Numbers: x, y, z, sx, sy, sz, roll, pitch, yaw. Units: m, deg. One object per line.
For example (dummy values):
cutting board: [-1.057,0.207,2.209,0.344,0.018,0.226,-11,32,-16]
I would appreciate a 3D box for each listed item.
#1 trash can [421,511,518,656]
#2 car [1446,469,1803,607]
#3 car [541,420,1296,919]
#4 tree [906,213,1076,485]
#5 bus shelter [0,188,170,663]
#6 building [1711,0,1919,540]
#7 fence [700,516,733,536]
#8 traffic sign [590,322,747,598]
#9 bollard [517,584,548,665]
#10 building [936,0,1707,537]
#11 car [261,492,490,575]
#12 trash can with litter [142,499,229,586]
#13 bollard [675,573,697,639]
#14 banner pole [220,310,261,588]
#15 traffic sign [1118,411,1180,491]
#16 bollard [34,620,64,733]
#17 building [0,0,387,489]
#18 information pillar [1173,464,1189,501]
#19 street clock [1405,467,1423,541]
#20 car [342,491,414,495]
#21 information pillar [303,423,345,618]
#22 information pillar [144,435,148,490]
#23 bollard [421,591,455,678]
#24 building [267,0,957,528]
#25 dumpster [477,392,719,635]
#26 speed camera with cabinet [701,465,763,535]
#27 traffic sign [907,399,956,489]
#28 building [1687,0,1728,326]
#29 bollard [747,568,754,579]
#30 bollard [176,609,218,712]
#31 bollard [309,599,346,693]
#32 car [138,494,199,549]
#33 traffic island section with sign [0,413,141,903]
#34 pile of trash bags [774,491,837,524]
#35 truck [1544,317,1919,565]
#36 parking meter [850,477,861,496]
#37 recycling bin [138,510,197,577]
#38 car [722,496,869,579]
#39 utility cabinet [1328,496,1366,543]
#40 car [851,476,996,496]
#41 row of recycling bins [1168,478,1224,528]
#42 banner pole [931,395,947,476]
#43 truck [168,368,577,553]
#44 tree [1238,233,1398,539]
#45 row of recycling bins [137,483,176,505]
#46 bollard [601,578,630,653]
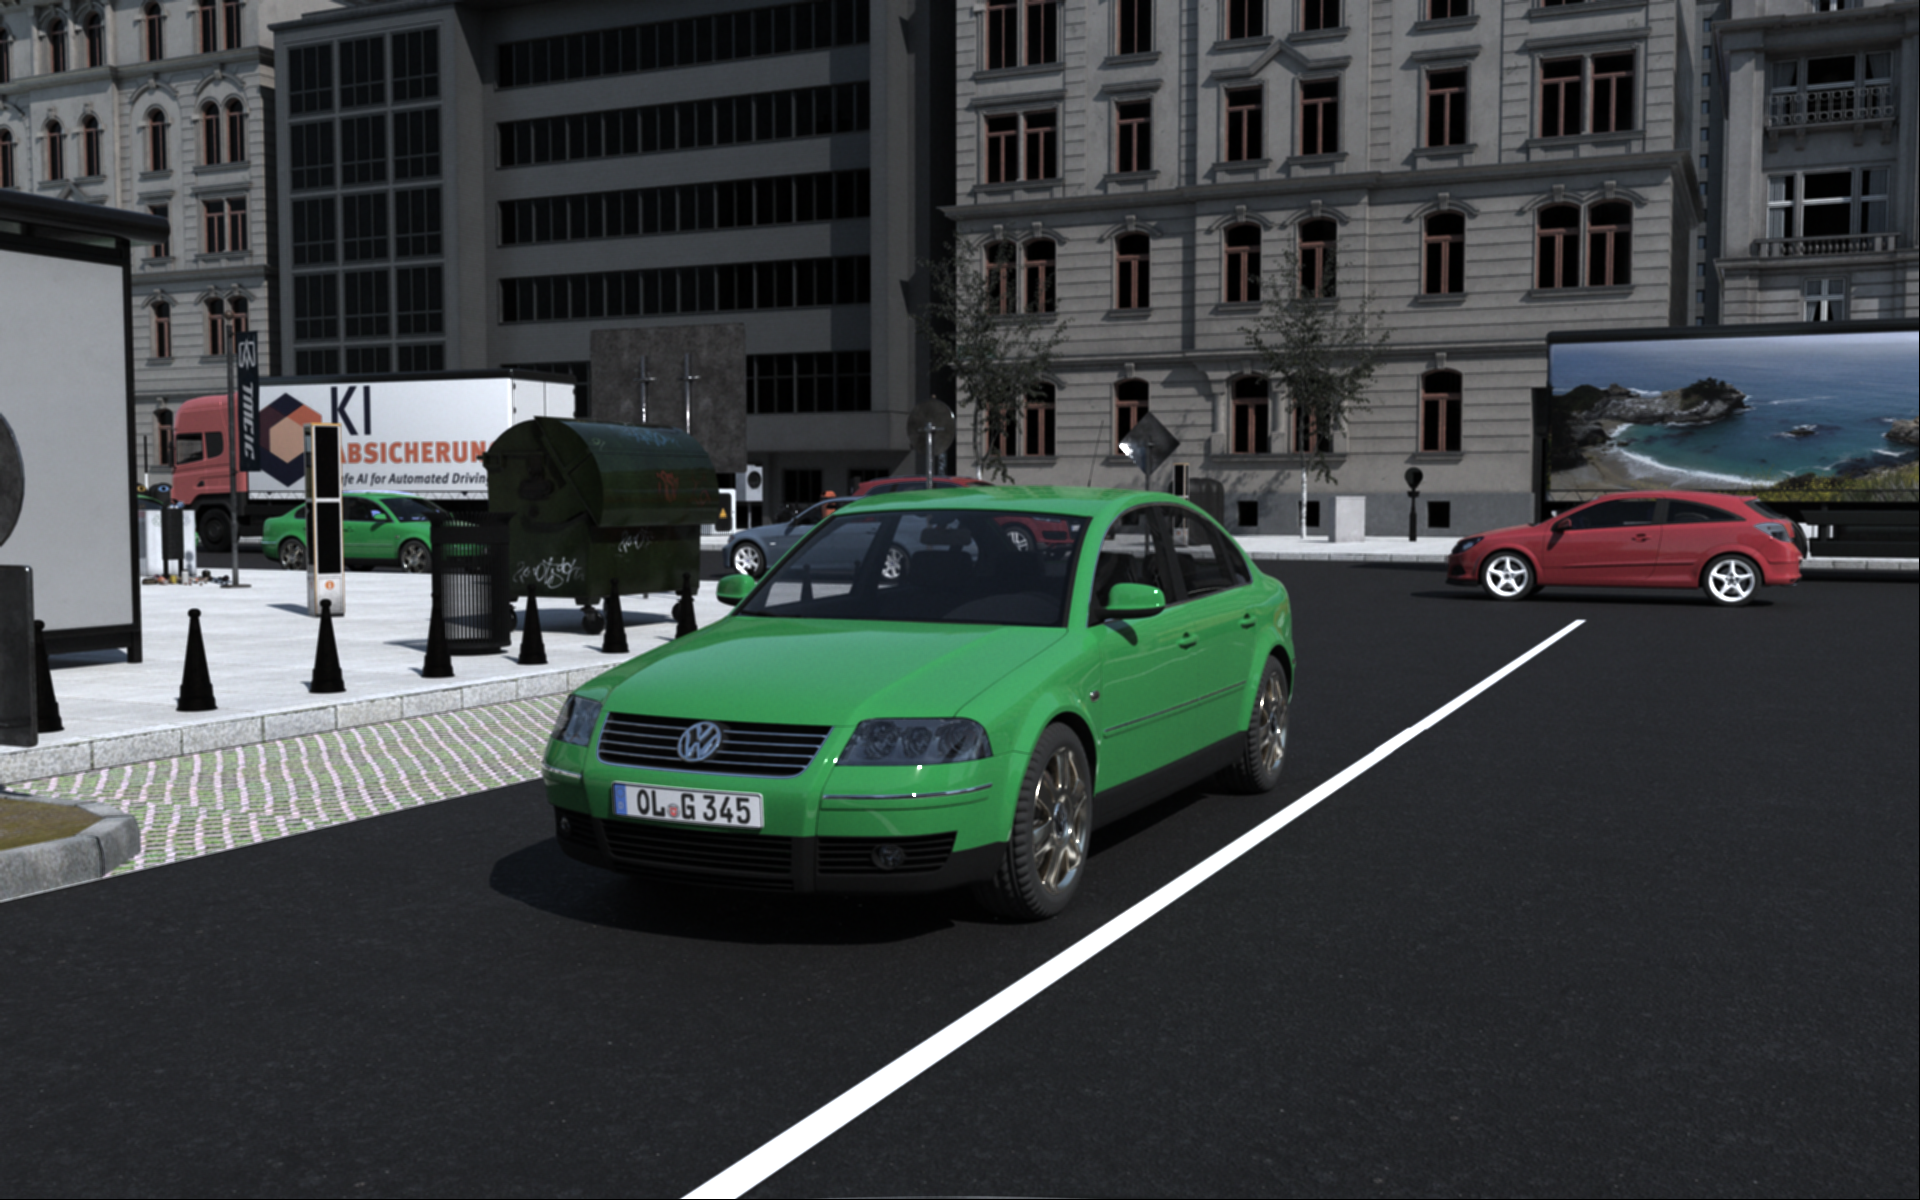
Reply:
trash can: [-3.935,-0.140,13.935,0.748,1.137,0.748,0,3,0]
car: [8.846,-0.872,23.299,4.494,1.783,2.155,2,4,26]
car: [0.143,0.084,7.429,1.959,1.807,4.718,2,4,25]
tree: [0.748,-5.865,46.260,4.360,8.622,3.978,0,3,0]
bus shelter: [-8.742,-1.948,9.481,2.179,5.291,8.768,2,4,25]
building: [34.288,-12.649,48.609,24.055,21.916,13.314,2,4,25]
fence: [-6.806,-1.891,46.299,0.278,0.683,2.069,3,4,39]
traffic sign: [-3.570,-1.662,21.044,2.265,3.308,0.079,2,4,26]
bollard: [-3.237,0.180,13.099,0.229,0.601,0.229,0,3,0]
building: [12.449,-16.569,58.300,23.554,28.519,14.401,2,4,25]
car: [-10.054,-1.321,30.393,4.718,1.807,1.959,2,4,25]
trash can with litter: [-11.233,-0.872,25.321,1.678,1.210,2.233,0,4,-1]
bollard: [-2.361,0.066,14.966,0.229,0.601,0.229,0,3,0]
banner pole: [-9.778,-2.054,23.599,0.863,3.779,0.401,2,4,34]
traffic sign: [2.284,-1.067,21.082,0.795,2.450,0.064,2,4,25]
bollard: [-4.984,0.408,9.371,0.229,0.601,0.229,0,3,0]
building: [-36.417,-18.033,82.230,23.554,28.519,14.401,2,4,25]
information pillar: [5.335,-2.284,41.839,0.304,2.012,0.304,2,4,26]
street clock: [12.306,-2.596,47.011,0.471,2.002,0.358,1,4,16]
car: [-11.553,-1.558,35.065,3.694,1.707,1.945,2,4,27]
information pillar: [-6.638,-0.831,18.082,0.304,2.012,0.304,-3,4,-36]
information pillar: [-32.586,-4.771,69.358,0.183,3.616,0.504,-2,4,-27]
bollard: [-3.674,0.237,12.169,0.229,0.601,0.229,0,3,0]
building: [-12.234,-15.397,70.803,30.058,24.678,14.314,2,4,25]
dumpster: [-3.460,-0.863,16.609,1.502,2.255,1.985,2,4,25]
speed camera with cabinet: [-7.151,-3.666,54.274,0.660,3.252,2.038,3,5,45]
traffic sign: [-0.410,-1.418,23.288,0.768,2.556,0.104,2,4,30]
building: [80.142,-40.652,206.665,28.212,58.520,21.231,2,4,25]
bollard: [-1.921,0.008,15.904,0.229,0.601,0.229,0,3,0]
bollard: [-4.546,0.351,10.300,0.229,0.601,0.229,0,3,0]
bollard: [-4.109,0.294,11.236,0.229,0.601,0.229,0,3,0]
car: [-17.429,-1.582,34.662,4.718,1.807,1.959,2,4,26]
traffic island section with sign: [-4.278,0.137,6.393,1.989,1.847,2.006,2,4,25]
pile of trash bags: [-4.524,-2.669,53.390,1.912,1.369,3.447,-2,4,-25]
truck: [15.666,-2.425,28.560,11.283,4.237,2.839,2,4,25]
parking meter: [-3.495,-3.193,57.925,0.255,1.863,0.399,-2,4,-26]
recycling bin: [-12.438,-0.893,27.153,0.722,1.027,0.722,-3,4,-36]
car: [-1.891,-1.063,29.385,4.499,1.417,2.014,2,4,25]
utility cabinet: [10.254,-2.127,45.932,1.020,1.237,0.306,-2,4,-28]
car: [0.012,-1.688,36.274,5.304,1.827,2.281,2,4,25]
row of recycling bins: [6.102,-2.279,44.368,1.069,1.692,3.534,1,4,20]
banner pole: [-0.540,-3.271,43.497,0.401,3.779,0.863,-2,4,-33]
truck: [-14.601,-3.237,41.838,11.283,4.237,2.839,2,4,23]
tree: [10.105,-6.063,49.489,4.360,8.622,3.978,0,3,0]
row of recycling bins: [-33.427,-3.921,71.228,3.534,1.692,1.069,-3,5,-43]
bollard: [-2.798,0.123,14.036,0.229,0.601,0.229,0,3,0]
